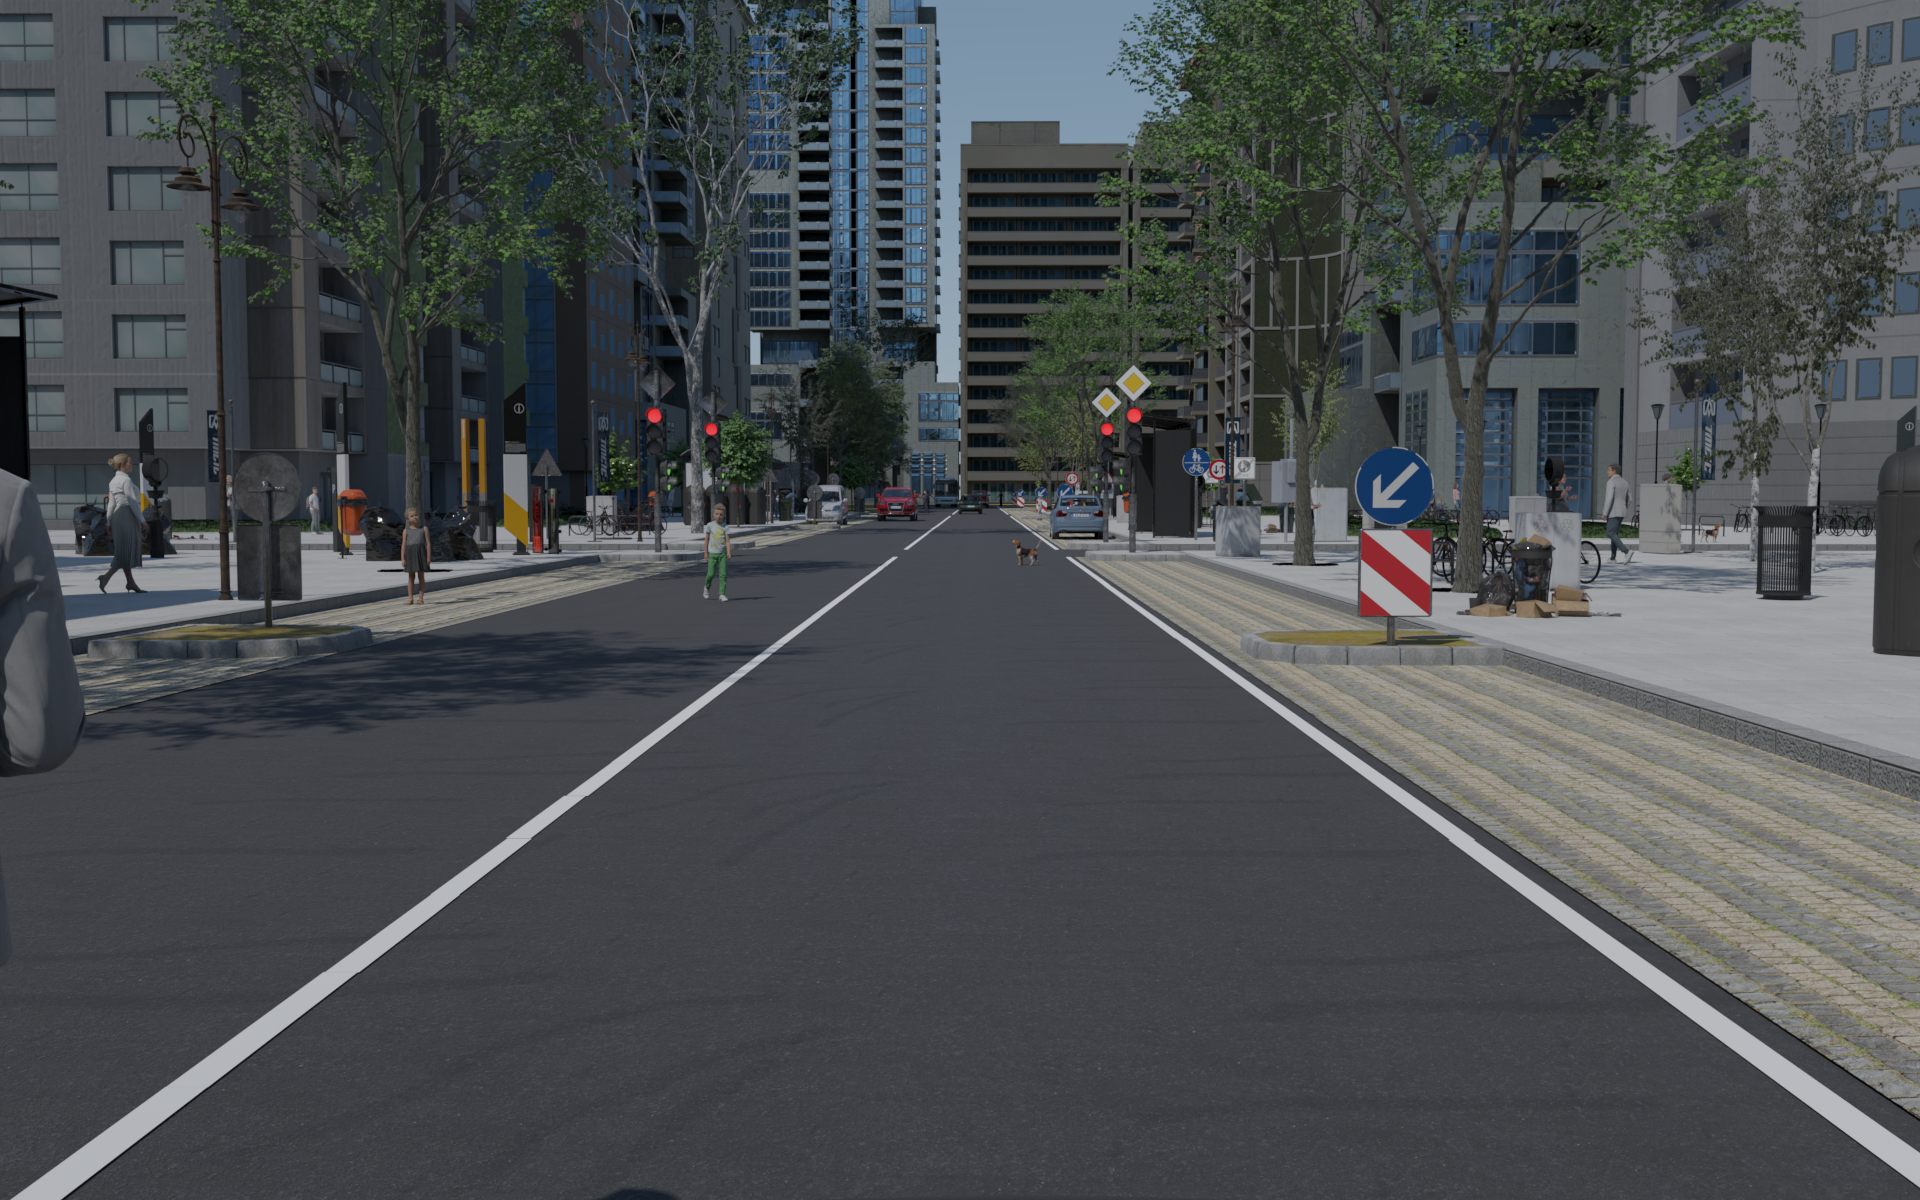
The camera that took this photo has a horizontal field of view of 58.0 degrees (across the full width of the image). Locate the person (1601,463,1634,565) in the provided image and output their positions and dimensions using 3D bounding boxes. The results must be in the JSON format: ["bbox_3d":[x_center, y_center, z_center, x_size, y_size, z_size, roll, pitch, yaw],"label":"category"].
[{"bbox_3d":[11.992,-1.566,31.487,0.661,1.843,0.795,-2,4,-33],"label":"person"}]

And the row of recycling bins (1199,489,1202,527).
[{"bbox_3d":[8.906,-3.727,68.048,1.069,1.692,3.534,0,4,0],"label":"row of recycling bins"}]

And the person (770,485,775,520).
[{"bbox_3d":[-9.523,-4.865,86.177,0.643,1.750,0.593,-1,4,-11],"label":"person"}]

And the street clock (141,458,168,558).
[{"bbox_3d":[-16.103,-1.842,34.688,0.358,2.002,0.471,1,4,20],"label":"street clock"}]

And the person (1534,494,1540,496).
[{"bbox_3d":[21.118,-3.234,63.175,0.590,1.304,0.306,2,4,30],"label":"person"}]

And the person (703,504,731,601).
[{"bbox_3d":[-3.270,-0.643,23.265,0.306,1.304,0.590,-2,4,-32],"label":"person"}]

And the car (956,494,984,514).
[{"bbox_3d":[0.732,-7.035,124.816,2.009,1.686,4.222,0,4,-1],"label":"car"}]

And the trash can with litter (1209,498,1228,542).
[{"bbox_3d":[7.231,-2.143,46.420,1.055,1.170,0.624,0,4,-7],"label":"trash can with litter"}]

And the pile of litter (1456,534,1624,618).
[{"bbox_3d":[6.160,-0.267,18.333,1.719,0.858,1.176,1,4,18],"label":"pile of litter"}]

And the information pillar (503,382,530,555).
[{"bbox_3d":[-9.279,-2.743,36.202,0.504,3.616,0.183,-2,4,-24],"label":"information pillar"}]

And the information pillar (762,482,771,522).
[{"bbox_3d":[-9.026,-4.667,80.796,0.304,2.012,0.304,-2,4,-26],"label":"information pillar"}]

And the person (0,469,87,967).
[{"bbox_3d":[-1.494,0.389,2.337,0.606,1.804,0.583,-1,4,-22],"label":"person"}]

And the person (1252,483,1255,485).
[{"bbox_3d":[13.297,-4.451,79.155,0.601,1.785,0.444,-3,5,-39],"label":"person"}]

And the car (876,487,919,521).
[{"bbox_3d":[-3.324,-5.138,92.686,2.281,1.827,5.304,0,4,0],"label":"car"}]

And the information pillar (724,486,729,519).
[{"bbox_3d":[-11.815,-5.083,87.598,0.304,2.012,0.304,-1,4,-20],"label":"information pillar"}]

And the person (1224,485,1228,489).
[{"bbox_3d":[13.475,-5.010,88.523,0.524,1.755,0.480,1,4,11],"label":"person"}]

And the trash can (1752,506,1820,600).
[{"bbox_3d":[10.027,-0.575,21.060,0.748,1.137,0.748,0,3,0],"label":"trash can"}]

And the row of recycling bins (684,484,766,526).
[{"bbox_3d":[-9.714,-3.939,71.516,3.534,1.692,1.069,-2,4,-32],"label":"row of recycling bins"}]

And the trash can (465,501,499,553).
[{"bbox_3d":[-10.475,-1.610,37.982,0.748,1.137,0.748,0,3,0],"label":"trash can"}]

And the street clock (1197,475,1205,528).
[{"bbox_3d":[8.906,-3.679,64.717,0.471,2.002,0.358,2,4,24],"label":"street clock"}]

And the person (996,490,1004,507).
[{"bbox_3d":[4.471,-11.106,190.051,0.705,1.831,1.348,-2,4,-34],"label":"person"}]

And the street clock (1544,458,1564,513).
[{"bbox_3d":[11.880,-1.841,34.670,0.358,2.002,0.471,0,4,-3],"label":"street clock"}]

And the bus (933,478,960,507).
[{"bbox_3d":[-1.545,-12.057,191.996,2.948,3.499,13.247,0,4,-1],"label":"bus"}]

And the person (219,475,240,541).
[{"bbox_3d":[-20.102,-2.539,47.742,0.537,1.800,0.526,0,4,5],"label":"person"}]

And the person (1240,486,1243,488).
[{"bbox_3d":[17.092,-6.070,105.474,0.511,1.800,0.466,2,4,24],"label":"person"}]

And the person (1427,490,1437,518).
[{"bbox_3d":[20.403,-4.200,74.893,0.592,1.802,0.473,-1,4,-20],"label":"person"}]

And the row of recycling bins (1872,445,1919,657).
[{"bbox_3d":[8.902,-0.461,14.653,3.534,1.692,1.069,-3,4,-37],"label":"row of recycling bins"}]

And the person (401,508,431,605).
[{"bbox_3d":[-6.993,-0.557,22.275,0.362,1.253,0.373,0,4,-5],"label":"person"}]

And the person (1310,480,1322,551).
[{"bbox_3d":[8.392,-2.013,41.614,0.583,1.804,0.606,3,4,37],"label":"person"}]

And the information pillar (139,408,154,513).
[{"bbox_3d":[-21.991,-3.397,46.902,0.183,3.616,0.504,1,4,15],"label":"information pillar"}]

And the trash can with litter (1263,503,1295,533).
[{"bbox_3d":[10.545,-2.783,56.889,1.055,1.170,0.624,-1,4,-19],"label":"trash can with litter"}]

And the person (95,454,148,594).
[{"bbox_3d":[-10.782,-0.977,22.238,0.641,1.798,0.478,-3,4,-38],"label":"person"}]

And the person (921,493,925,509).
[{"bbox_3d":[-3.391,-9.860,170.434,1.217,1.735,0.721,-3,4,-39],"label":"person"}]

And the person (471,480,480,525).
[{"bbox_3d":[-20.081,-4.046,71.994,0.447,1.846,0.655,-3,4,-38],"label":"person"}]

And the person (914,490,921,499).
[{"bbox_3d":[-3.990,-8.757,152.205,1.217,1.766,0.721,1,4,17],"label":"person"}]

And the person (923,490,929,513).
[{"bbox_3d":[-2.546,-7.286,128.541,0.530,1.710,0.541,1,4,8],"label":"person"}]

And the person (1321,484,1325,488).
[{"bbox_3d":[18.535,-5.049,88.690,0.767,1.812,0.694,-1,4,-8],"label":"person"}]

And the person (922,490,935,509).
[{"bbox_3d":[-3.037,-9.543,164.608,1.350,1.814,0.705,-2,4,-33],"label":"person"}]

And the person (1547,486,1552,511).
[{"bbox_3d":[26.762,-4.442,78.449,0.659,1.850,0.755,-3,4,-39],"label":"person"}]

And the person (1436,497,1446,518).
[{"bbox_3d":[21.663,-4.061,77.942,0.738,1.151,1.012,0,4,6],"label":"person"}]

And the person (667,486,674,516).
[{"bbox_3d":[-17.304,-5.980,103.700,0.514,1.842,0.818,1,4,20],"label":"person"}]

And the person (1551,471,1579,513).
[{"bbox_3d":[12.616,-1.826,36.259,0.532,1.782,0.716,2,4,32],"label":"person"}]

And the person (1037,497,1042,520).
[{"bbox_3d":[4.295,-4.941,93.564,0.394,1.301,0.425,1,4,14],"label":"person"}]

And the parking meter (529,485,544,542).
[{"bbox_3d":[-11.284,-2.306,46.106,0.372,1.533,0.369,0,3,0],"label":"parking meter"}]

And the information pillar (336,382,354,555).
[{"bbox_3d":[-12.932,-2.749,36.307,0.183,3.616,0.504,-3,4,-38],"label":"information pillar"}]

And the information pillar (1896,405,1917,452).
[{"bbox_3d":[25.044,-3.333,45.857,0.183,3.616,0.504,-3,4,-36],"label":"information pillar"}]

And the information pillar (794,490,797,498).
[{"bbox_3d":[-11.637,-7.146,121.328,0.304,2.012,0.304,-3,4,-36],"label":"information pillar"}]

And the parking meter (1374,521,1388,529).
[{"bbox_3d":[8.759,-1.837,35.753,0.399,1.863,0.255,-1,4,-21],"label":"parking meter"}]

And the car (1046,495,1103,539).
[{"bbox_3d":[3.779,-2.675,55.743,2.014,1.417,4.499,0,4,1],"label":"car"}]

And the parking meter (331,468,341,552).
[{"bbox_3d":[-13.687,-1.990,38.248,0.255,1.863,0.399,-3,4,-36],"label":"parking meter"}]

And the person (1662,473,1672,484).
[{"bbox_3d":[18.343,-2.386,45.071,0.654,1.822,0.581,-3,5,-40],"label":"person"}]

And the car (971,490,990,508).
[{"bbox_3d":[2.033,-10.582,181.694,2.281,1.827,5.304,0,4,2],"label":"car"}]

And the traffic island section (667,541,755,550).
[{"bbox_3d":[-6.554,-1.452,46.019,2.009,0.180,2.903,0,4,1],"label":"traffic island section"}]

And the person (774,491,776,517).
[{"bbox_3d":[-10.711,-5.633,98.988,0.563,1.720,0.643,-1,4,-11],"label":"person"}]

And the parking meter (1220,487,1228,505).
[{"bbox_3d":[9.933,-3.487,65.425,0.372,1.533,0.369,0,3,0],"label":"parking meter"}]

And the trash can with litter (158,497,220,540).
[{"bbox_3d":[-22.071,-2.304,48.736,2.233,1.210,1.678,-1,4,-12],"label":"trash can with litter"}]

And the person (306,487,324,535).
[{"bbox_3d":[-20.359,-2.816,54.686,0.523,1.515,0.503,-2,4,-25],"label":"person"}]

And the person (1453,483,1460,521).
[{"bbox_3d":[23.644,-4.673,82.464,0.388,1.821,0.555,2,4,29],"label":"person"}]

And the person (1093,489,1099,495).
[{"bbox_3d":[11.623,-8.759,149.780,0.617,1.759,0.750,3,5,40],"label":"person"}]
